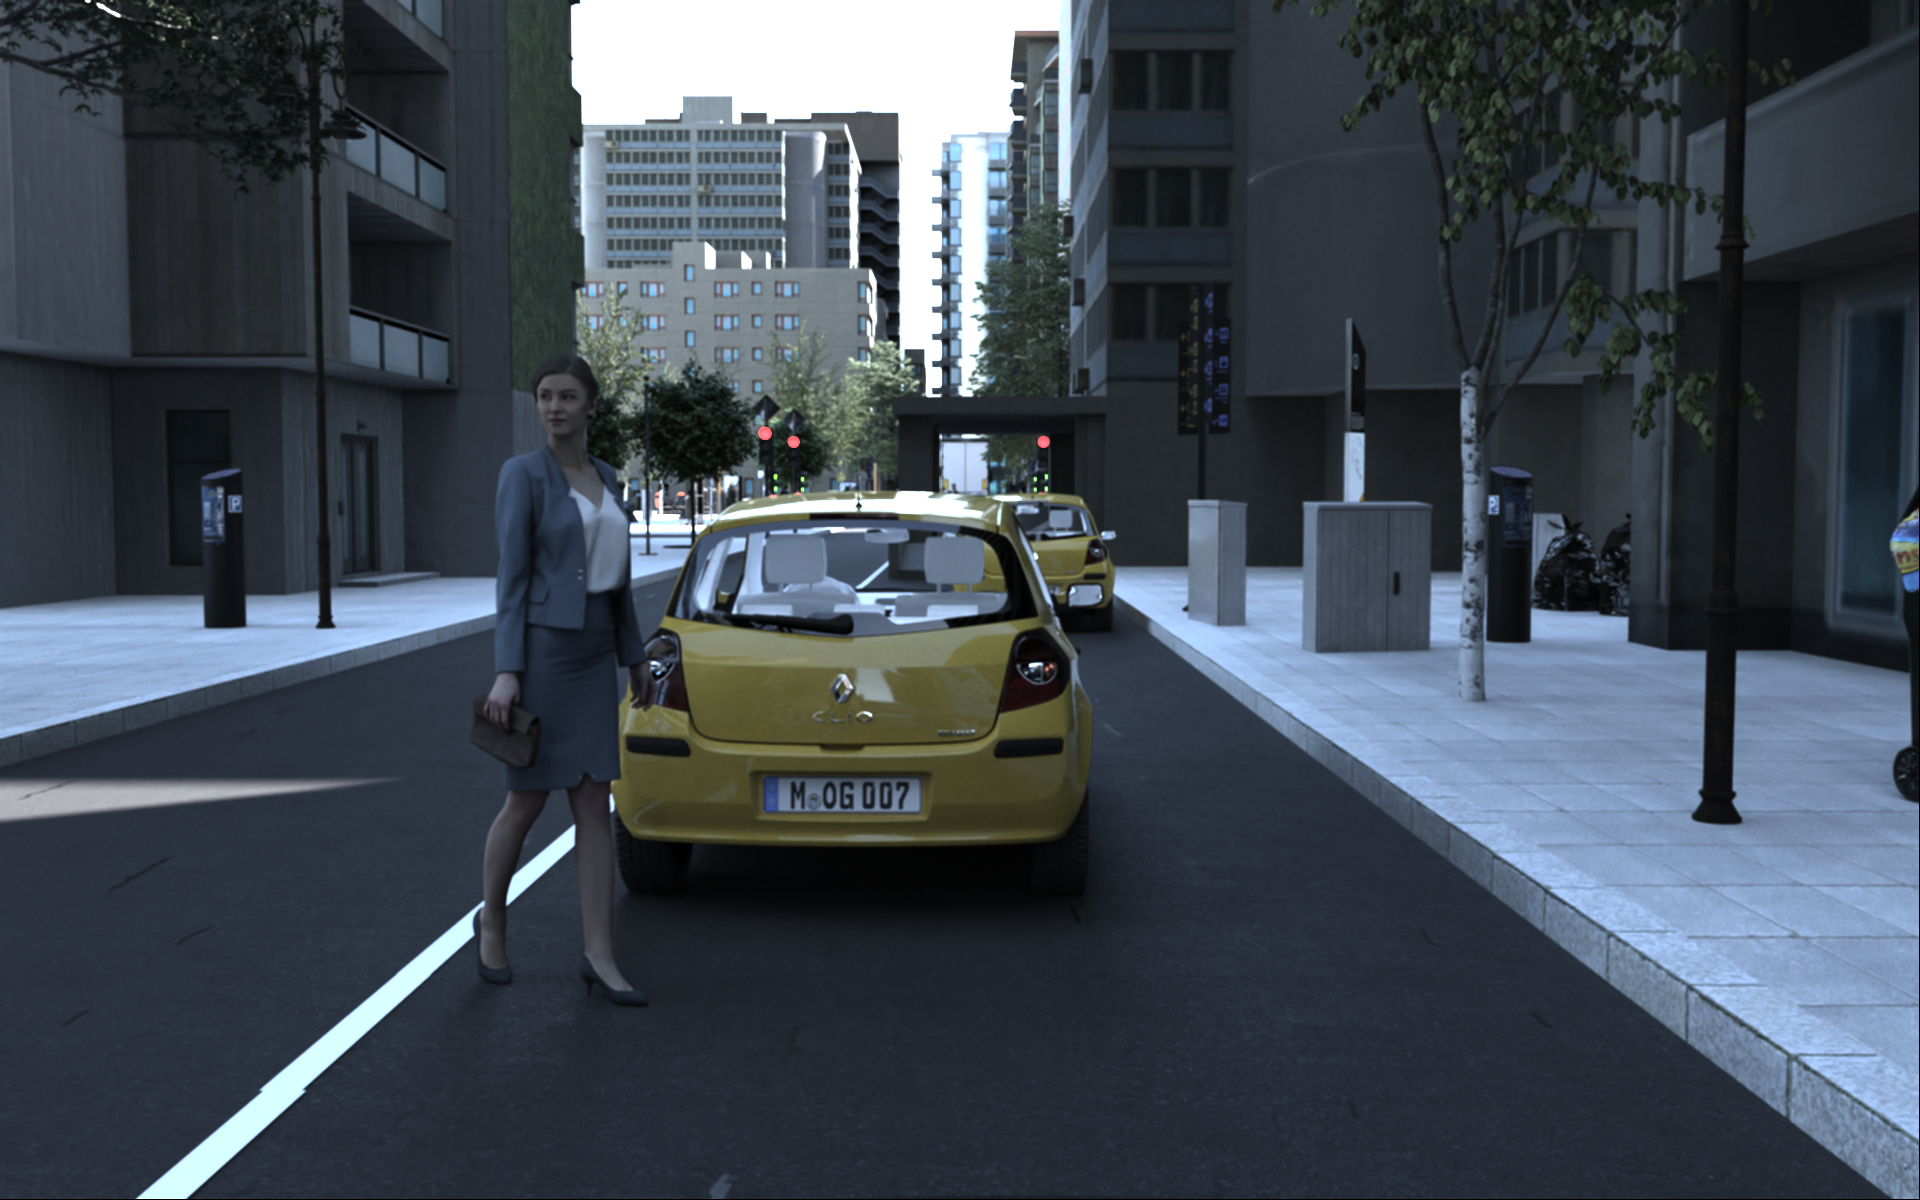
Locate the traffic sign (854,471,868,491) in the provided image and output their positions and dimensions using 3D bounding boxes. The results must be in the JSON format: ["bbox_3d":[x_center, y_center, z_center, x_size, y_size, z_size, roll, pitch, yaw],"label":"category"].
[{"bbox_3d":[-5.369,-5.727,93.736,0.768,2.556,0.104,0,4,6],"label":"traffic sign"}]

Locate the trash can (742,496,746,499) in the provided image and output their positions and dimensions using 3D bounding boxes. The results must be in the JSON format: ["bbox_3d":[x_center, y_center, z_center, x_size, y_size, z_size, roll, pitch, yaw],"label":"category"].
[{"bbox_3d":[-15.881,-6.971,125.635,0.748,1.137,0.748,0,3,0],"label":"trash can"}]

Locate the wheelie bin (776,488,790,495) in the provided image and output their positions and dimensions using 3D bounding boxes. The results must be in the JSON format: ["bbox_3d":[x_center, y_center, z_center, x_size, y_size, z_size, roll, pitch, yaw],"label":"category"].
[{"bbox_3d":[-8.159,-4.386,79.622,0.693,1.594,0.980,-1,4,-19],"label":"wheelie bin"}]

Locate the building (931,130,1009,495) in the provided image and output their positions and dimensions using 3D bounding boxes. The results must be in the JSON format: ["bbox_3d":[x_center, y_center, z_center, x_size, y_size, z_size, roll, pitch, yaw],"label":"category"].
[{"bbox_3d":[11.475,-37.192,227.694,30.456,49.044,23.786,0,4,0],"label":"building"}]

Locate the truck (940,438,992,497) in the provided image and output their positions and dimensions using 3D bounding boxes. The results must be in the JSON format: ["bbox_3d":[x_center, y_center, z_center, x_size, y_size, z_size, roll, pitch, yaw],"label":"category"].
[{"bbox_3d":[0.322,-6.280,91.588,2.839,4.237,11.283,0,4,1],"label":"truck"}]

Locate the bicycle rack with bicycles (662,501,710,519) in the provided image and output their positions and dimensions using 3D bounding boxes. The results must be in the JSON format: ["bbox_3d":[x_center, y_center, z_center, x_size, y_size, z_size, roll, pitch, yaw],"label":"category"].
[{"bbox_3d":[-14.102,-4.728,90.689,2.852,0.926,2.925,3,5,43],"label":"bicycle rack with bicycles"}]

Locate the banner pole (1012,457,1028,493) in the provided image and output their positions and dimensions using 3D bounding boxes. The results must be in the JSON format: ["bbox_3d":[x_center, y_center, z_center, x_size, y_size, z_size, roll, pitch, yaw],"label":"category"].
[{"bbox_3d":[3.726,-6.907,102.949,0.863,3.779,0.401,3,5,42],"label":"banner pole"}]

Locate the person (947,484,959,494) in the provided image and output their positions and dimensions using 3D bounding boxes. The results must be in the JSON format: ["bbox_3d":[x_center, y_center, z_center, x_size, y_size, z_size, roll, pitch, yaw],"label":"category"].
[{"bbox_3d":[-0.329,-4.316,78.422,0.648,1.900,0.474,-3,5,-40],"label":"person"}]

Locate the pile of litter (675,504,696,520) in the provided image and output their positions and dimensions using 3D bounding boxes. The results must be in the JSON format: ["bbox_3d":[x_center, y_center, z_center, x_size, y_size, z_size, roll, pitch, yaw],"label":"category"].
[{"bbox_3d":[-13.493,-4.494,87.448,1.719,0.858,1.176,0,4,-6],"label":"pile of litter"}]

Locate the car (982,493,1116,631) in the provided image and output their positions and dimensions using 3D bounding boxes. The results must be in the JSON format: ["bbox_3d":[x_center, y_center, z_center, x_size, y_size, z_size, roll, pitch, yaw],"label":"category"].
[{"bbox_3d":[0.792,-0.570,19.544,2.015,1.641,3.980,0,4,1],"label":"car"}]

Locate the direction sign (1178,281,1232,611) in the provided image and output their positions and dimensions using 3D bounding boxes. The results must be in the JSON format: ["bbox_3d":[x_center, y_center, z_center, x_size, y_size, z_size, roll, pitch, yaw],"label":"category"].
[{"bbox_3d":[2.638,-1.648,18.935,0.379,3.537,0.876,-1,4,-9],"label":"direction sign"}]

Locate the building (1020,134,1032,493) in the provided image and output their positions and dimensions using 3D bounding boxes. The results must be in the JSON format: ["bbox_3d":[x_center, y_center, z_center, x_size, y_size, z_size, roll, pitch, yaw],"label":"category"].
[{"bbox_3d":[12.458,-22.654,142.088,14.160,30.474,14.107,0,4,0],"label":"building"}]

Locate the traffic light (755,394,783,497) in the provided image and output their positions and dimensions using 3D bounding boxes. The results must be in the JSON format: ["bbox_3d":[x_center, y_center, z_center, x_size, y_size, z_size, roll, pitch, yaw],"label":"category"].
[{"bbox_3d":[-5.439,-3.665,48.841,0.839,4.253,0.868,0,4,0],"label":"traffic light"}]

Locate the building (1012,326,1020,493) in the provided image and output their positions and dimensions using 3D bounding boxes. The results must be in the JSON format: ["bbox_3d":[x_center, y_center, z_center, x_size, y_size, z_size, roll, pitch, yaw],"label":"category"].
[{"bbox_3d":[12.536,-25.300,185.351,14.160,30.474,14.107,0,4,0],"label":"building"}]

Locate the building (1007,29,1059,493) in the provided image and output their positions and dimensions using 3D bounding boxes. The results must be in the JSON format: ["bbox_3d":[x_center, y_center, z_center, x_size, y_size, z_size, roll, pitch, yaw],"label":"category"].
[{"bbox_3d":[15.687,-31.121,163.454,22.147,44.769,28.867,0,4,0],"label":"building"}]

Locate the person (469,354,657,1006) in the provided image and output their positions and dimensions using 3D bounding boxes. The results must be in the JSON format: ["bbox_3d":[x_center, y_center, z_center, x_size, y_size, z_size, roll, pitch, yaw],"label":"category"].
[{"bbox_3d":[-1.152,0.217,4.973,0.581,1.822,0.654,-3,5,-41],"label":"person"}]

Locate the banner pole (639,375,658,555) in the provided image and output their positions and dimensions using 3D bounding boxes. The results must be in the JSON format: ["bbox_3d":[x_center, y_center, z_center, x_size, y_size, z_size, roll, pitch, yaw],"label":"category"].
[{"bbox_3d":[-6.534,-2.828,36.263,0.401,3.779,0.863,-1,4,-14],"label":"banner pole"}]

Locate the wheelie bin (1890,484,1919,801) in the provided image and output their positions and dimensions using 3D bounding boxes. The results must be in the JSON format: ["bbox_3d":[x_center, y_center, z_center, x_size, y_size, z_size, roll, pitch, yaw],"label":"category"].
[{"bbox_3d":[4.333,0.052,7.053,0.980,1.594,0.693,-1,4,-9],"label":"wheelie bin"}]

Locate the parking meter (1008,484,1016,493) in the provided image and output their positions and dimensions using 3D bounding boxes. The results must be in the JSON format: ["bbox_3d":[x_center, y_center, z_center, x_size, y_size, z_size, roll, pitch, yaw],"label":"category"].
[{"bbox_3d":[2.932,-5.649,98.066,0.399,1.863,0.255,-3,4,-39],"label":"parking meter"}]

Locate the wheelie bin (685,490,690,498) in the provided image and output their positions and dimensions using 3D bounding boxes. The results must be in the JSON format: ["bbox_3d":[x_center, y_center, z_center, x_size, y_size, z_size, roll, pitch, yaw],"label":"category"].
[{"bbox_3d":[-20.104,-7.456,129.809,0.693,1.594,0.980,2,4,27],"label":"wheelie bin"}]

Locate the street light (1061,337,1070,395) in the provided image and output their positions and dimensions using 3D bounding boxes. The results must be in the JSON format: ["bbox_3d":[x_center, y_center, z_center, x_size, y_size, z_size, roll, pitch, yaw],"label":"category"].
[{"bbox_3d":[3.096,-4.627,48.431,0.468,5.910,1.993,0,4,0],"label":"street light"}]

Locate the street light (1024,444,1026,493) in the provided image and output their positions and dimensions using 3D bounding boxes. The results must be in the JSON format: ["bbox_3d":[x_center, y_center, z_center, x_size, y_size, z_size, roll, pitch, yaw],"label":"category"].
[{"bbox_3d":[3.341,-7.140,89.522,0.468,5.910,1.993,0,4,0],"label":"street light"}]

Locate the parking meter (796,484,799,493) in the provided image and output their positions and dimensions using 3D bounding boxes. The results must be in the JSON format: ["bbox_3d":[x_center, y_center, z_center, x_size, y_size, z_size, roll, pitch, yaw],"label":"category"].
[{"bbox_3d":[-6.702,-3.963,70.506,0.255,1.863,0.399,1,4,14],"label":"parking meter"}]

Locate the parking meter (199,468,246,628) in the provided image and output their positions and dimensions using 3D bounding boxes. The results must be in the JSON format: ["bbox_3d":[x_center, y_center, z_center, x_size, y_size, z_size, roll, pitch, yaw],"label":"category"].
[{"bbox_3d":[-7.089,-0.505,16.669,0.372,1.533,0.369,0,3,0],"label":"parking meter"}]

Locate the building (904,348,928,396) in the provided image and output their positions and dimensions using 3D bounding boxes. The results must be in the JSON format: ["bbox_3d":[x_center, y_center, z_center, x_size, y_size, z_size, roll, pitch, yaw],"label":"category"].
[{"bbox_3d":[-19.012,-23.555,230.169,28.899,21.520,27.650,0,4,0],"label":"building"}]

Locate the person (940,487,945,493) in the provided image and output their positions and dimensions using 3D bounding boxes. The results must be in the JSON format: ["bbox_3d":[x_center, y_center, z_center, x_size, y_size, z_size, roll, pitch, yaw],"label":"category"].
[{"bbox_3d":[-0.931,-4.610,84.218,0.599,1.781,0.374,0,4,6],"label":"person"}]

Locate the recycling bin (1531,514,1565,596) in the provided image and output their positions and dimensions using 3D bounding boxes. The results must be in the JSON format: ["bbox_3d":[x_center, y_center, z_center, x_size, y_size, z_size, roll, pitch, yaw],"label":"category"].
[{"bbox_3d":[7.269,-0.590,22.199,0.722,1.027,0.722,0,4,-1],"label":"recycling bin"}]

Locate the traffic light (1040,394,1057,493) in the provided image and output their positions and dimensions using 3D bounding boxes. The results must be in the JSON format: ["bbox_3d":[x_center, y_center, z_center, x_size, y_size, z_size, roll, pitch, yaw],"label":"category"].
[{"bbox_3d":[2.673,-3.664,48.822,0.839,4.253,0.868,0,4,0],"label":"traffic light"}]

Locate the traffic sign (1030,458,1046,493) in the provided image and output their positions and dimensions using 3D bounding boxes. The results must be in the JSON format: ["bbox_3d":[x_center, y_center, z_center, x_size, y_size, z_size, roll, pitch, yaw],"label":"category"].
[{"bbox_3d":[2.843,-3.744,61.328,0.768,2.556,0.104,0,4,4],"label":"traffic sign"}]

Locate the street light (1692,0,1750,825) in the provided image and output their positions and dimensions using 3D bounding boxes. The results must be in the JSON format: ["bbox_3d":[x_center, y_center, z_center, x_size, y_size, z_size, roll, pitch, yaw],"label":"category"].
[{"bbox_3d":[2.976,-2.070,6.631,0.468,5.910,1.993,0,4,0],"label":"street light"}]

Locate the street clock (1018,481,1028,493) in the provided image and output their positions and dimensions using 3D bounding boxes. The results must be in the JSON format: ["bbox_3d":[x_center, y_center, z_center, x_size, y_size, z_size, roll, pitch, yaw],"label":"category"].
[{"bbox_3d":[3.490,-5.595,96.052,0.471,2.002,0.358,-2,4,-24],"label":"street clock"}]

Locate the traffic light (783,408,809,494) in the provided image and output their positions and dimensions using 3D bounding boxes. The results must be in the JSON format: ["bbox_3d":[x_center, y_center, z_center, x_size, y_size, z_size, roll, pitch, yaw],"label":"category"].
[{"bbox_3d":[-5.404,-4.153,56.826,0.839,4.253,0.868,0,4,0],"label":"traffic light"}]

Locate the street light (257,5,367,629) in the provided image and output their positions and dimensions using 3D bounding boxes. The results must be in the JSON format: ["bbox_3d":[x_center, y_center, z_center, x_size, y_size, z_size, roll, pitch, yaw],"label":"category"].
[{"bbox_3d":[-6.076,-2.668,16.411,0.468,5.910,1.993,0,4,0],"label":"street light"}]

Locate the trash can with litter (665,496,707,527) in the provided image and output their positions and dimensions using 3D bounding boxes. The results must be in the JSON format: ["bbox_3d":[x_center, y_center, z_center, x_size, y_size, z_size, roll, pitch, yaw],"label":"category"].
[{"bbox_3d":[-10.954,-3.556,69.200,1.678,1.210,2.233,-1,4,-9],"label":"trash can with litter"}]

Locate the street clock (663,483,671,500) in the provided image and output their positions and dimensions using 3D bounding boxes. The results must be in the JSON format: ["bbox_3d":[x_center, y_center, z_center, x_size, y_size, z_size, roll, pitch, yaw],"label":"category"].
[{"bbox_3d":[-19.489,-6.762,115.121,0.471,2.002,0.358,1,4,16],"label":"street clock"}]

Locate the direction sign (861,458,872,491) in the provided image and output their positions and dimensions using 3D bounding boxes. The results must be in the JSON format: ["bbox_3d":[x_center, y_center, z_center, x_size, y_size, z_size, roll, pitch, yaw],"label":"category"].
[{"bbox_3d":[-5.959,-7.221,110.054,0.876,3.537,0.379,-3,5,-42],"label":"direction sign"}]

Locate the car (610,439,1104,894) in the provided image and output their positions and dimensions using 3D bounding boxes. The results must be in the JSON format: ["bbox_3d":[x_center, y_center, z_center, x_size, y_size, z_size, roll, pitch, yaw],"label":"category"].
[{"bbox_3d":[-0.340,0.158,7.648,2.015,1.641,3.980,0,4,1],"label":"car"}]

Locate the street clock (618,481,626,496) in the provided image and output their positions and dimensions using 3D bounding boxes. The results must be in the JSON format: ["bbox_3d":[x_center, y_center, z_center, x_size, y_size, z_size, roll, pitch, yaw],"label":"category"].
[{"bbox_3d":[-18.191,-5.415,93.098,0.471,2.002,0.358,0,4,4],"label":"street clock"}]

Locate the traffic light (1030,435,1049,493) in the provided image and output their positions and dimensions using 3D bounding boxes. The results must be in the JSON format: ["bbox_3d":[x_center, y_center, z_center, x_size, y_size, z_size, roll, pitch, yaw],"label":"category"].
[{"bbox_3d":[2.707,-4.152,56.807,0.839,4.253,0.868,0,4,0],"label":"traffic light"}]

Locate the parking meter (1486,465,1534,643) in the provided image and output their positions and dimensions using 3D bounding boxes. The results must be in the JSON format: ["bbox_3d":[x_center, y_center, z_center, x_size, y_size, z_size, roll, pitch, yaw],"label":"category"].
[{"bbox_3d":[4.782,-0.407,15.064,0.372,1.533,0.369,0,3,0],"label":"parking meter"}]

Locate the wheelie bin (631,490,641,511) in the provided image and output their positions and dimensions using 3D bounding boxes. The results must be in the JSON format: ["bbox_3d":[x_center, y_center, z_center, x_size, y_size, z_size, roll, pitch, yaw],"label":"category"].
[{"bbox_3d":[-24.333,-7.481,130.225,0.980,1.594,0.693,1,4,20],"label":"wheelie bin"}]
